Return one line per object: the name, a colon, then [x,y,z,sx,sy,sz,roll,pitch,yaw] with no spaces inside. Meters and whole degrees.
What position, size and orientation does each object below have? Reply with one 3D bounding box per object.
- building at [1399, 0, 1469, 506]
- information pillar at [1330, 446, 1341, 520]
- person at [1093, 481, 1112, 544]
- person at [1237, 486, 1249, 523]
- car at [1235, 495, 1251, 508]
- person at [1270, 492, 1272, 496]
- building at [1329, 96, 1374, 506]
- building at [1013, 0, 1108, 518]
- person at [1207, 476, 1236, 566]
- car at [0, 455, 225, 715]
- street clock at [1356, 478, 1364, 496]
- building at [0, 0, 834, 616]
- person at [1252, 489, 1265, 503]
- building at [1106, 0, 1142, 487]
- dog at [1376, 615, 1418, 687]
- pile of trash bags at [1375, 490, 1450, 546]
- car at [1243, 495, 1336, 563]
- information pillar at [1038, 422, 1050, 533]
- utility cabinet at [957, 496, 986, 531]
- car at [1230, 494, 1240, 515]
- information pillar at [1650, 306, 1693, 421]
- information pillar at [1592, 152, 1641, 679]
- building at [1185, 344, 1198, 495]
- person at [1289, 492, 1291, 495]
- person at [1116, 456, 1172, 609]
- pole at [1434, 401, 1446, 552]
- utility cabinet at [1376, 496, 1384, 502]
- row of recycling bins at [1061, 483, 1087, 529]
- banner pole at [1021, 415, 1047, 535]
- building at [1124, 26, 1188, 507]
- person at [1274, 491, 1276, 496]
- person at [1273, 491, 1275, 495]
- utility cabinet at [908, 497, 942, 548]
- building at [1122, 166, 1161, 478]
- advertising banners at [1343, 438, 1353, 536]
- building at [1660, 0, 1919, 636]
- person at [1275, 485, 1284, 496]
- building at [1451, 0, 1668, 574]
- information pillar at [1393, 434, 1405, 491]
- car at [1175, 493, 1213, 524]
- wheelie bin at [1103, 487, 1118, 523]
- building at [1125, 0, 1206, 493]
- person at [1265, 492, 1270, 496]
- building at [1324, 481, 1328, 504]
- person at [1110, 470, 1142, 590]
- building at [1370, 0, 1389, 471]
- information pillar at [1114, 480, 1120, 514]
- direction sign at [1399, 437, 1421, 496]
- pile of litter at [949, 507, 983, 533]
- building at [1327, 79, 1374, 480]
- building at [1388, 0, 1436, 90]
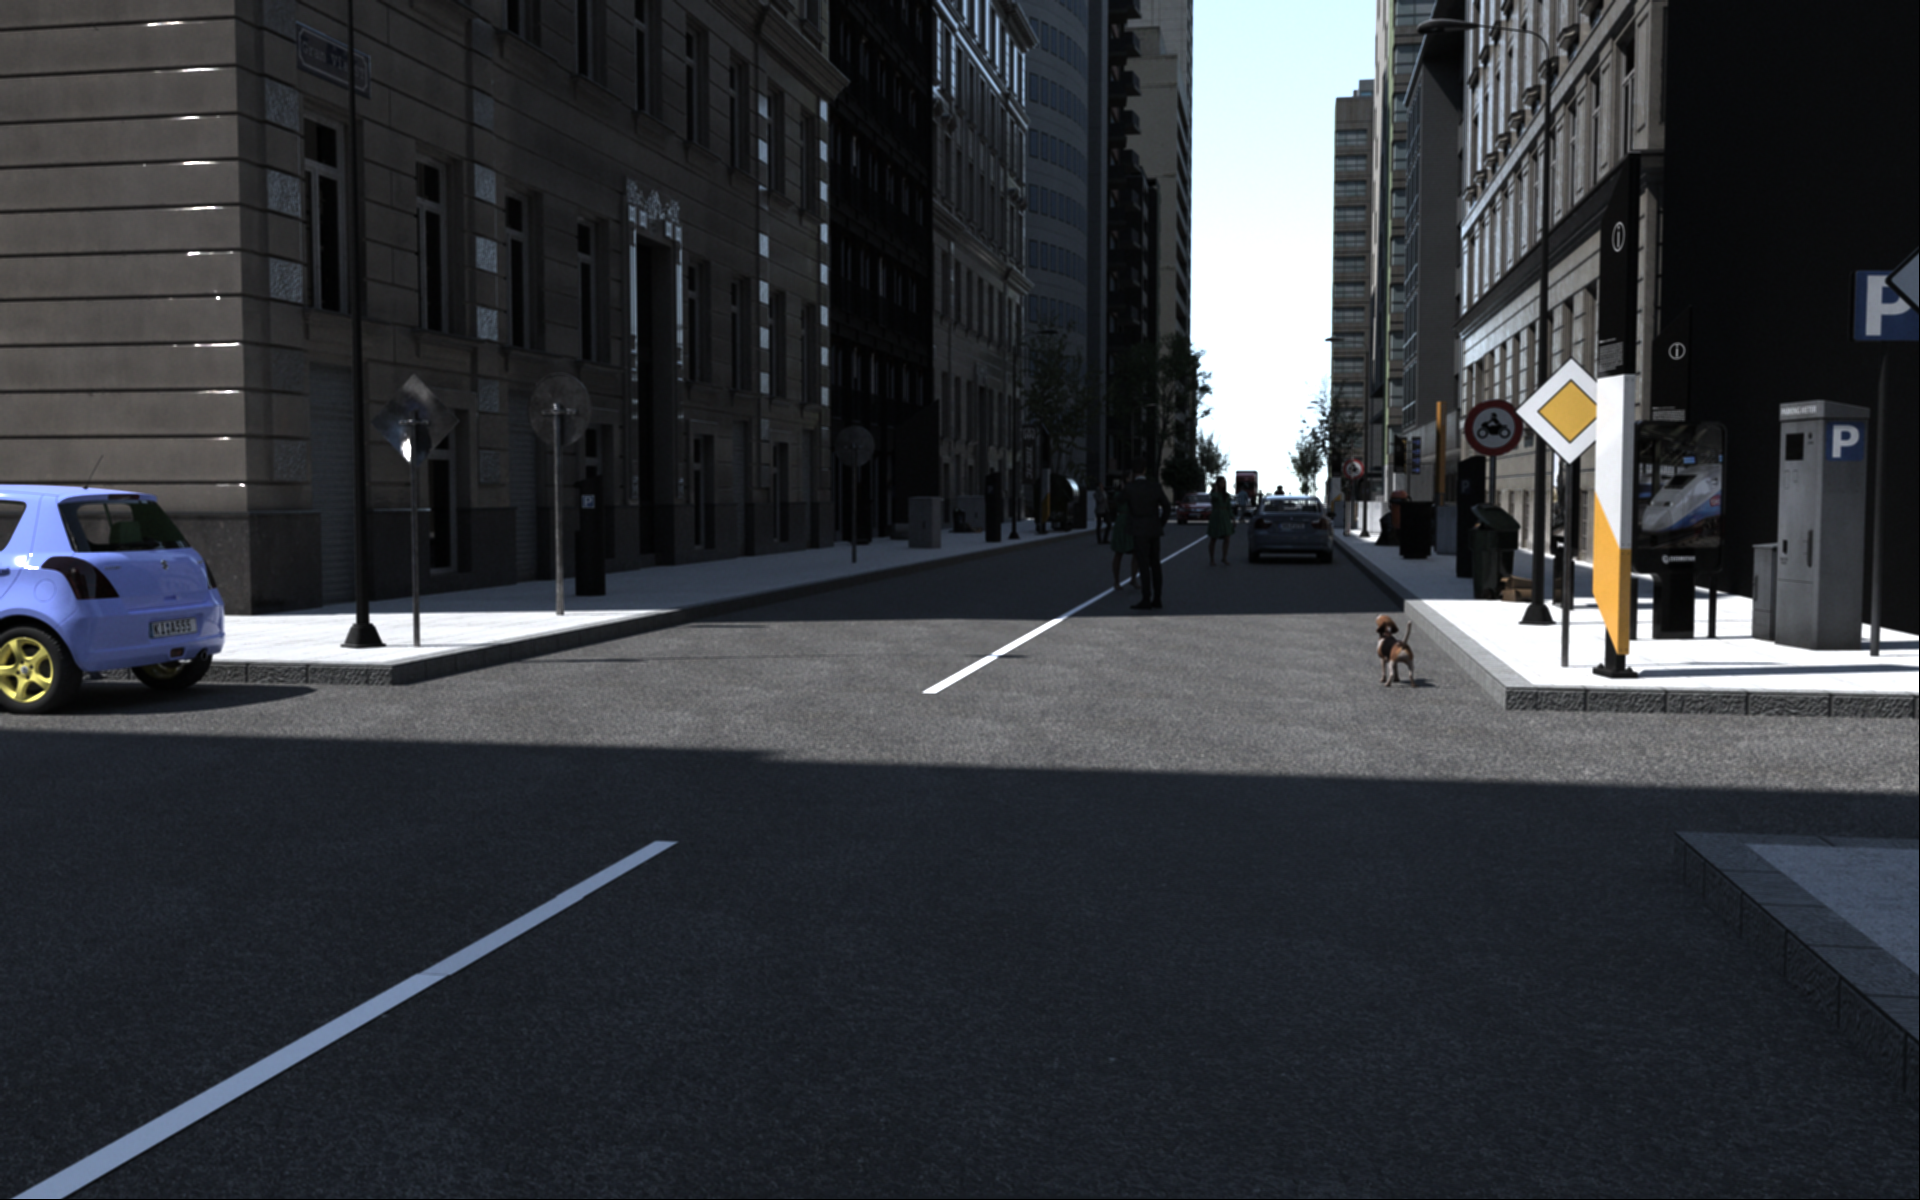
building: [25.951,-15.299,69.207,14.314,24.678,30.058,1,4,10]
information pillar: [18.439,-5.725,84.962,0.504,3.616,0.183,-1,4,-12]
person: [4.114,-2.517,49.834,0.592,1.802,0.473,-2,4,-31]
person: [13.981,-4.744,85.927,0.748,1.841,0.638,-3,5,-39]
car: [29.184,-10.247,179.893,2.083,1.381,4.827,1,4,10]
person: [41.231,-13.555,230.648,0.617,1.759,0.750,-3,5,-40]
building: [45.863,-30.393,180.514,14.154,41.232,14.086,1,4,10]
building: [-2.985,-34.368,103.913,21.231,58.520,28.212,1,4,10]
person: [5.210,-1.587,34.696,0.600,1.795,0.529,-2,4,-27]
car: [-7.189,-0.159,12.199,3.694,1.707,1.945,1,4,9]
street clock: [18.264,-4.536,78.736,0.471,2.002,0.358,-1,4,-9]
building: [-10.804,-14.255,30.327,12.463,27.353,25.104,1,4,10]
person: [24.692,-8.194,142.477,1.348,1.824,0.705,2,4,29]
building: [2.136,-29.223,132.416,22.147,44.769,28.867,1,4,10]
dog: [3.262,0.383,13.024,0.406,0.507,0.540,-3,5,-43]
pile of trash bags: [11.221,-2.034,43.013,1.912,1.369,3.447,2,4,25]
car: [7.111,-1.552,37.385,2.014,1.417,4.499,1,4,10]
information pillar: [2.766,-3.982,56.460,0.183,3.616,0.504,-2,4,-29]
utility cabinet: [0.409,-3.014,60.443,1.020,1.237,0.306,1,4,13]
car: [18.076,-6.623,118.080,2.009,1.686,4.222,1,4,9]
information pillar: [8.936,-1.862,21.792,0.183,3.616,0.504,-3,5,-43]
information pillar: [4.612,-1.274,12.178,0.183,3.616,0.504,0,4,-1]
building: [14.532,-22.449,212.088,27.650,21.520,28.899,1,4,10]
person: [36.969,-11.323,194.436,0.445,1.727,0.742,0,4,-8]
person: [2.283,-0.844,21.663,0.648,1.900,0.474,-2,4,-29]
pole: [10.613,-2.717,38.265,0.158,3.312,0.155,0,3,0]
utility cabinet: [16.729,-3.541,69.059,0.306,1.237,1.020,1,4,12]
row of recycling bins: [4.316,-3.559,65.310,1.069,1.692,3.534,0,4,1]
banner pole: [2.337,-3.960,54.760,0.863,3.779,0.401,-1,4,-17]
building: [13.083,-34.385,185.901,21.300,48.544,21.600,1,4,10]
person: [33.788,-10.802,185.823,0.721,1.736,1.217,1,4,20]
person: [43.170,-14.004,237.455,1.348,1.826,0.705,2,4,30]
utility cabinet: [-0.849,-1.843,41.288,0.306,1.237,1.020,-2,4,-35]
building: [10.167,-23.332,153.182,14.160,30.474,14.107,1,4,10]
advertising banners: [12.052,-3.515,53.659,0.090,3.025,2.074,1,4,19]
building: [17.402,-11.557,18.636,15.834,23.373,12.332,1,4,10]
person: [14.269,-4.212,77.341,0.573,1.828,0.580,-1,4,-22]
building: [20.579,-12.627,39.741,16.112,22.955,30.059,1,4,10]
information pillar: [17.130,-4.665,67.624,0.504,3.616,0.183,-2,4,-25]
car: [11.406,-4.509,82.755,2.155,1.783,4.494,1,4,12]
wheelie bin: [6.821,-4.290,78.052,0.980,1.594,0.693,0,4,-5]
building: [23.003,-48.678,234.136,20.563,71.187,20.611,1,4,10]
person: [36.566,-12.055,206.304,0.721,1.736,1.217,-2,4,-32]
building: [64.676,-32.750,227.338,32.217,40.220,23.993,1,4,10]
person: [2.513,-1.053,25.959,0.600,1.795,0.529,-2,4,-34]
building: [42.279,-32.267,116.802,28.713,52.752,27.495,1,4,10]
information pillar: [7.961,-5.078,87.516,0.304,2.012,0.304,-3,5,-40]
direction sign: [17.839,-4.700,68.847,0.876,3.537,0.379,1,4,20]
pile of litter: [0.200,-2.697,58.062,1.176,0.858,1.719,0,4,3]
building: [55.219,-35.569,201.155,23.786,49.044,30.456,1,4,10]
building: [31.235,-25.338,97.863,14.154,41.232,14.086,1,4,10]
